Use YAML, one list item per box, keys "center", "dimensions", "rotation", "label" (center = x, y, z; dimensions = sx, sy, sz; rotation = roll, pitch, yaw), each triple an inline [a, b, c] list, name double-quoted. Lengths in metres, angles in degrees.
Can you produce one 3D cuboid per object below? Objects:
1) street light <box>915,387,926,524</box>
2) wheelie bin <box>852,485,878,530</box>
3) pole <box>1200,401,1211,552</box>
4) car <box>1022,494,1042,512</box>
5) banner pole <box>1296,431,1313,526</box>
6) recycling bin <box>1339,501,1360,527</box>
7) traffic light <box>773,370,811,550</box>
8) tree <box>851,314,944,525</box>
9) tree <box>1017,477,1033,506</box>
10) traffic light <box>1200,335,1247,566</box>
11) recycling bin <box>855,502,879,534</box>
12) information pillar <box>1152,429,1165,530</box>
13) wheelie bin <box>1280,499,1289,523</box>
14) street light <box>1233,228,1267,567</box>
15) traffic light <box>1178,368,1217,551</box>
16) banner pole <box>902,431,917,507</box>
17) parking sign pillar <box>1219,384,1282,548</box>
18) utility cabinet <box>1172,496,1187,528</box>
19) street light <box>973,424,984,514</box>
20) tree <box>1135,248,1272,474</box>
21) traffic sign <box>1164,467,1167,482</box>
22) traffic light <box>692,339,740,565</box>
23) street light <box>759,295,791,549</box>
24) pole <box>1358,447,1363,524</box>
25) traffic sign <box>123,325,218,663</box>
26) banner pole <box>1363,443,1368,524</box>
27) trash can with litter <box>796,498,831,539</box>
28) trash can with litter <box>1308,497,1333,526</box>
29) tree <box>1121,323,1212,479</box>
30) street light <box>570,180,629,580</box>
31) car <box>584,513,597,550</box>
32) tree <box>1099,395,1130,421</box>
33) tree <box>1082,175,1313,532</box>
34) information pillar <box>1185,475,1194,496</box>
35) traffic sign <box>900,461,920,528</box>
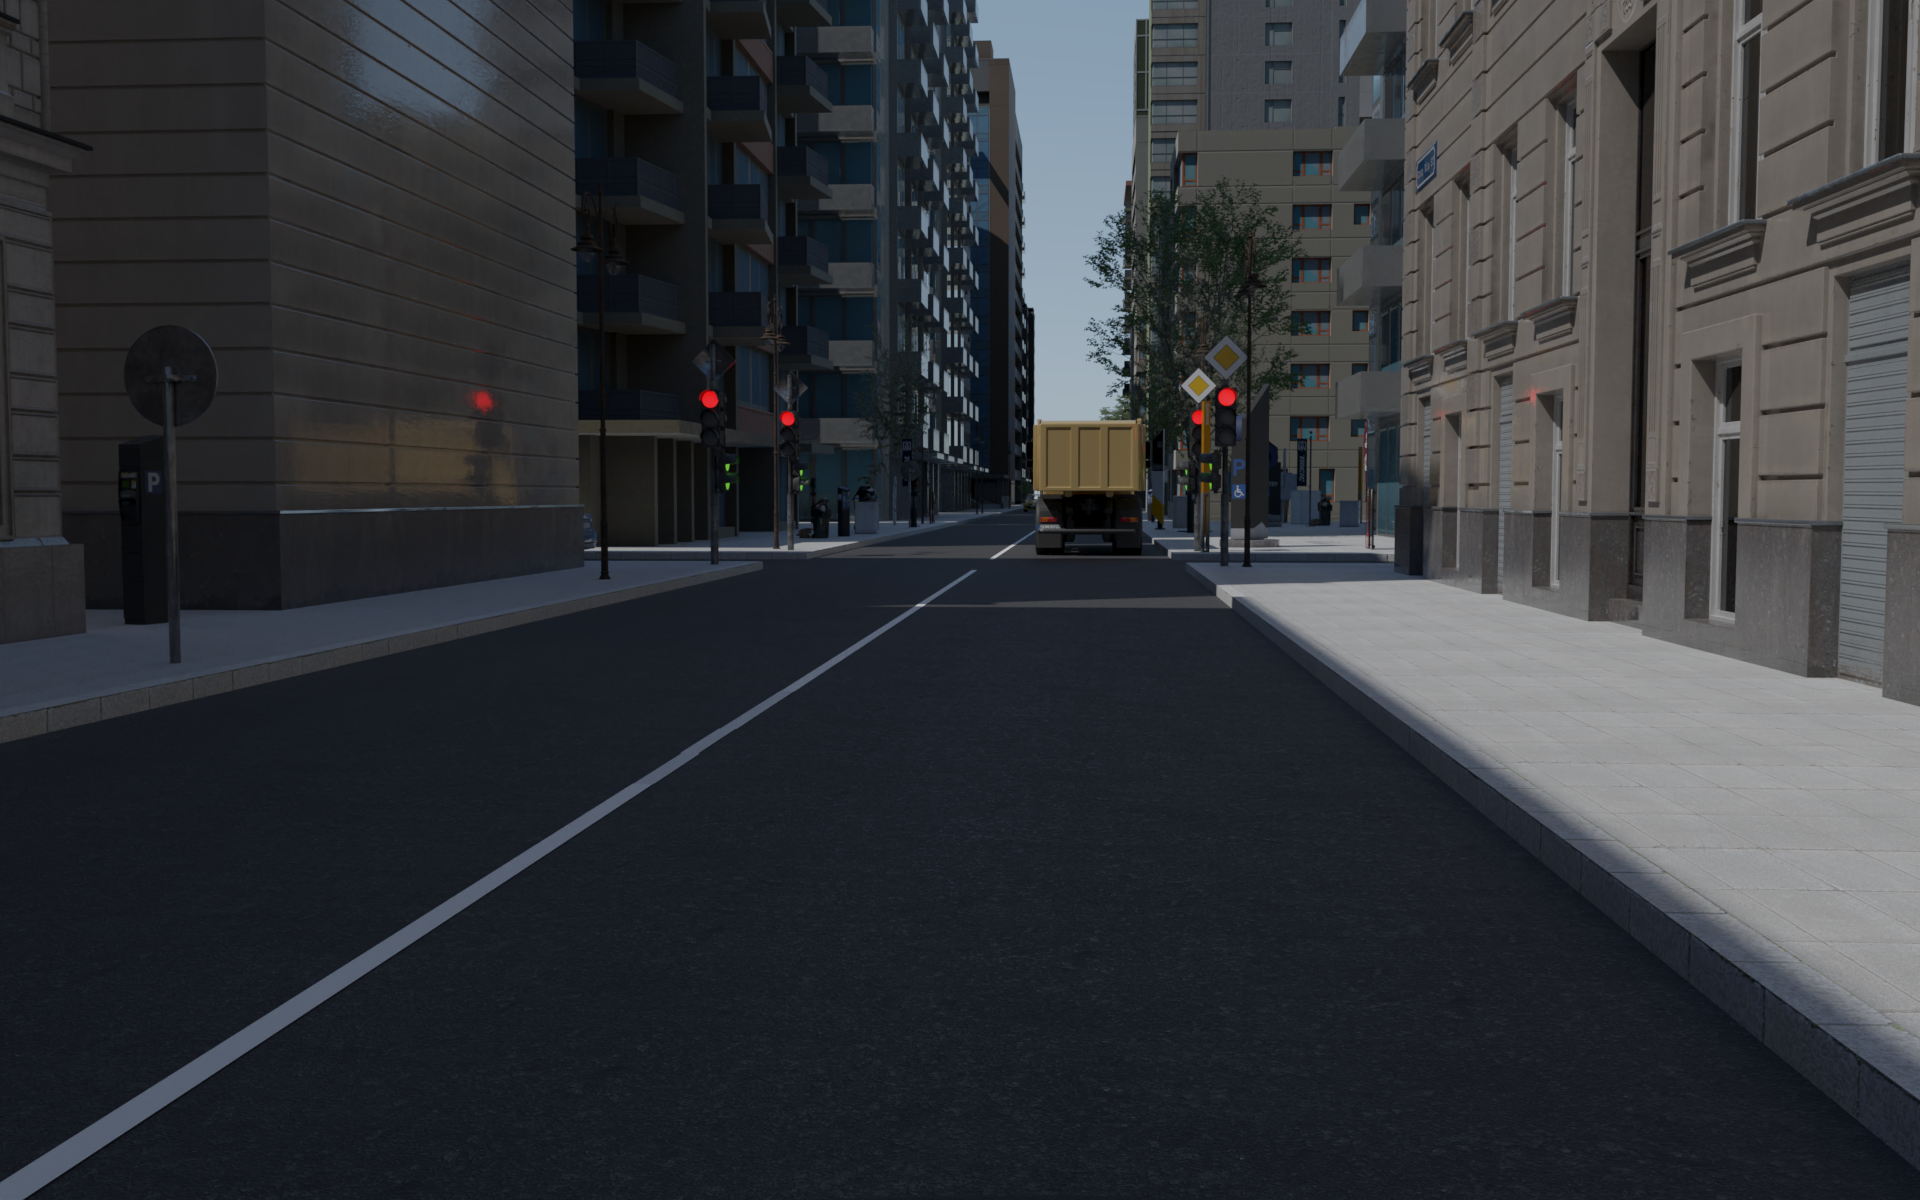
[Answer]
- center: [-1.621, -6.242, 74.841]
  dimensions: [0.468, 5.910, 1.993]
  rotation: [0, 4, 4]
  label: "street light"
- center: [-3.267, -3.193, 60.109]
  dimensions: [0.693, 1.594, 0.980]
  rotation: [2, 4, 28]
  label: "wheelie bin"
- center: [5.410, -2.710, 38.145]
  dimensions: [0.158, 3.312, 0.155]
  rotation: [0, 3, 0]
  label: "pole"
- center: [6.021, -7.913, 139.603]
  dimensions: [2.015, 1.641, 3.980]
  rotation: [0, 4, 5]
  label: "car"
- center: [13.664, -4.801, 68.519]
  dimensions: [0.863, 3.779, 0.401]
  rotation: [-1, 4, -21]
  label: "banner pole"
- center: [15.184, -3.356, 67.432]
  dimensions: [0.722, 1.027, 0.722]
  rotation: [1, 4, 19]
  label: "recycling bin"
- center: [-3.840, -3.086, 39.372]
  dimensions: [0.839, 4.253, 0.868]
  rotation: [0, 4, 4]
  label: "traffic light"
- center: [-2.705, -7.415, 71.599]
  dimensions: [4.360, 8.622, 3.978]
  rotation: [0, 3, 0]
  label: "tree"
- center: [7.281, -11.998, 190.768]
  dimensions: [1.663, 3.219, 1.824]
  rotation: [0, 3, 0]
  label: "tree"
- center: [4.688, -2.557, 30.732]
  dimensions: [0.839, 4.253, 0.868]
  rotation: [0, 4, 4]
  label: "traffic light"
- center: [-2.995, -2.644, 55.776]
  dimensions: [0.722, 1.027, 0.722]
  rotation: [0, 4, 4]
  label: "recycling bin"
- center: [7.170, -4.355, 62.557]
  dimensions: [0.504, 3.616, 0.183]
  rotation: [3, 5, 40]
  label: "information pillar"
- center: [14.233, -4.233, 77.118]
  dimensions: [0.693, 1.594, 0.980]
  rotation: [-2, 4, -31]
  label: "wheelie bin"
- center: [5.057, -3.520, 30.339]
  dimensions: [0.468, 5.910, 1.993]
  rotation: [0, 4, 4]
  label: "street light"
- center: [5.296, -3.044, 38.694]
  dimensions: [0.839, 4.253, 0.868]
  rotation: [0, 4, 4]
  label: "traffic light"
- center: [-1.964, -4.816, 68.761]
  dimensions: [0.863, 3.779, 0.401]
  rotation: [2, 4, 29]
  label: "banner pole"
- center: [7.030, -3.271, 41.959]
  dimensions: [1.447, 3.967, 1.447]
  rotation: [2, 4, 34]
  label: "parking sign pillar"
- center: [8.490, -3.292, 64.980]
  dimensions: [1.020, 1.237, 0.306]
  rotation: [-1, 4, -22]
  label: "utility cabinet"
- center: [1.073, -8.356, 109.407]
  dimensions: [0.468, 5.910, 1.993]
  rotation: [0, 4, 4]
  label: "street light"
- center: [7.257, -6.186, 51.505]
  dimensions: [4.360, 8.622, 3.978]
  rotation: [0, 3, 0]
  label: "tree"
- center: [7.306, -3.752, 63.477]
  dimensions: [0.606, 2.300, 0.079]
  rotation: [1, 4, 13]
  label: "traffic sign"
- center: [-4.448, -2.599, 31.410]
  dimensions: [0.839, 4.253, 0.868]
  rotation: [0, 4, 4]
  label: "traffic light"
- center: [-4.285, -4.127, 40.272]
  dimensions: [0.468, 5.910, 1.993]
  rotation: [0, 4, 4]
  label: "street light"
- center: [17.284, -4.950, 74.780]
  dimensions: [0.158, 3.312, 0.155]
  rotation: [0, 3, 0]
  label: "pole"
- center: [-5.958, -0.793, 13.072]
  dimensions: [0.768, 2.556, 0.104]
  rotation: [1, 4, 8]
  label: "traffic sign"
- center: [17.398, -5.131, 73.914]
  dimensions: [0.401, 3.779, 0.863]
  rotation: [0, 4, 5]
  label: "banner pole"
- center: [-4.251, -2.367, 50.092]
  dimensions: [1.055, 1.170, 0.624]
  rotation: [2, 4, 25]
  label: "trash can with litter"
- center: [14.499, -3.574, 69.827]
  dimensions: [0.624, 1.170, 1.055]
  rotation: [-3, 4, -38]
  label: "trash can with litter"
- center: [8.746, -7.578, 74.269]
  dimensions: [4.737, 8.622, 4.395]
  rotation: [0, 3, 0]
  label: "tree"
- center: [-5.347, -3.248, 25.895]
  dimensions: [0.468, 5.910, 1.993]
  rotation: [0, 4, 4]
  label: "street light"
- center: [-9.905, -1.481, 36.211]
  dimensions: [4.499, 1.417, 2.014]
  rotation: [0, 4, 4]
  label: "car"
- center: [18.397, -17.052, 196.935]
  dimensions: [7.486, 12.596, 7.792]
  rotation: [0, 3, 0]
  label: "tree"
- center: [7.858, -8.083, 57.913]
  dimensions: [9.928, 11.665, 9.643]
  rotation: [0, 3, 0]
  label: "tree"
- center: [8.790, -3.765, 66.055]
  dimensions: [0.304, 2.012, 0.304]
  rotation: [-2, 4, -23]
  label: "information pillar"
- center: [-1.927, -4.040, 66.162]
  dimensions: [0.768, 2.556, 0.104]
  rotation: [1, 4, 9]
  label: "traffic sign"
